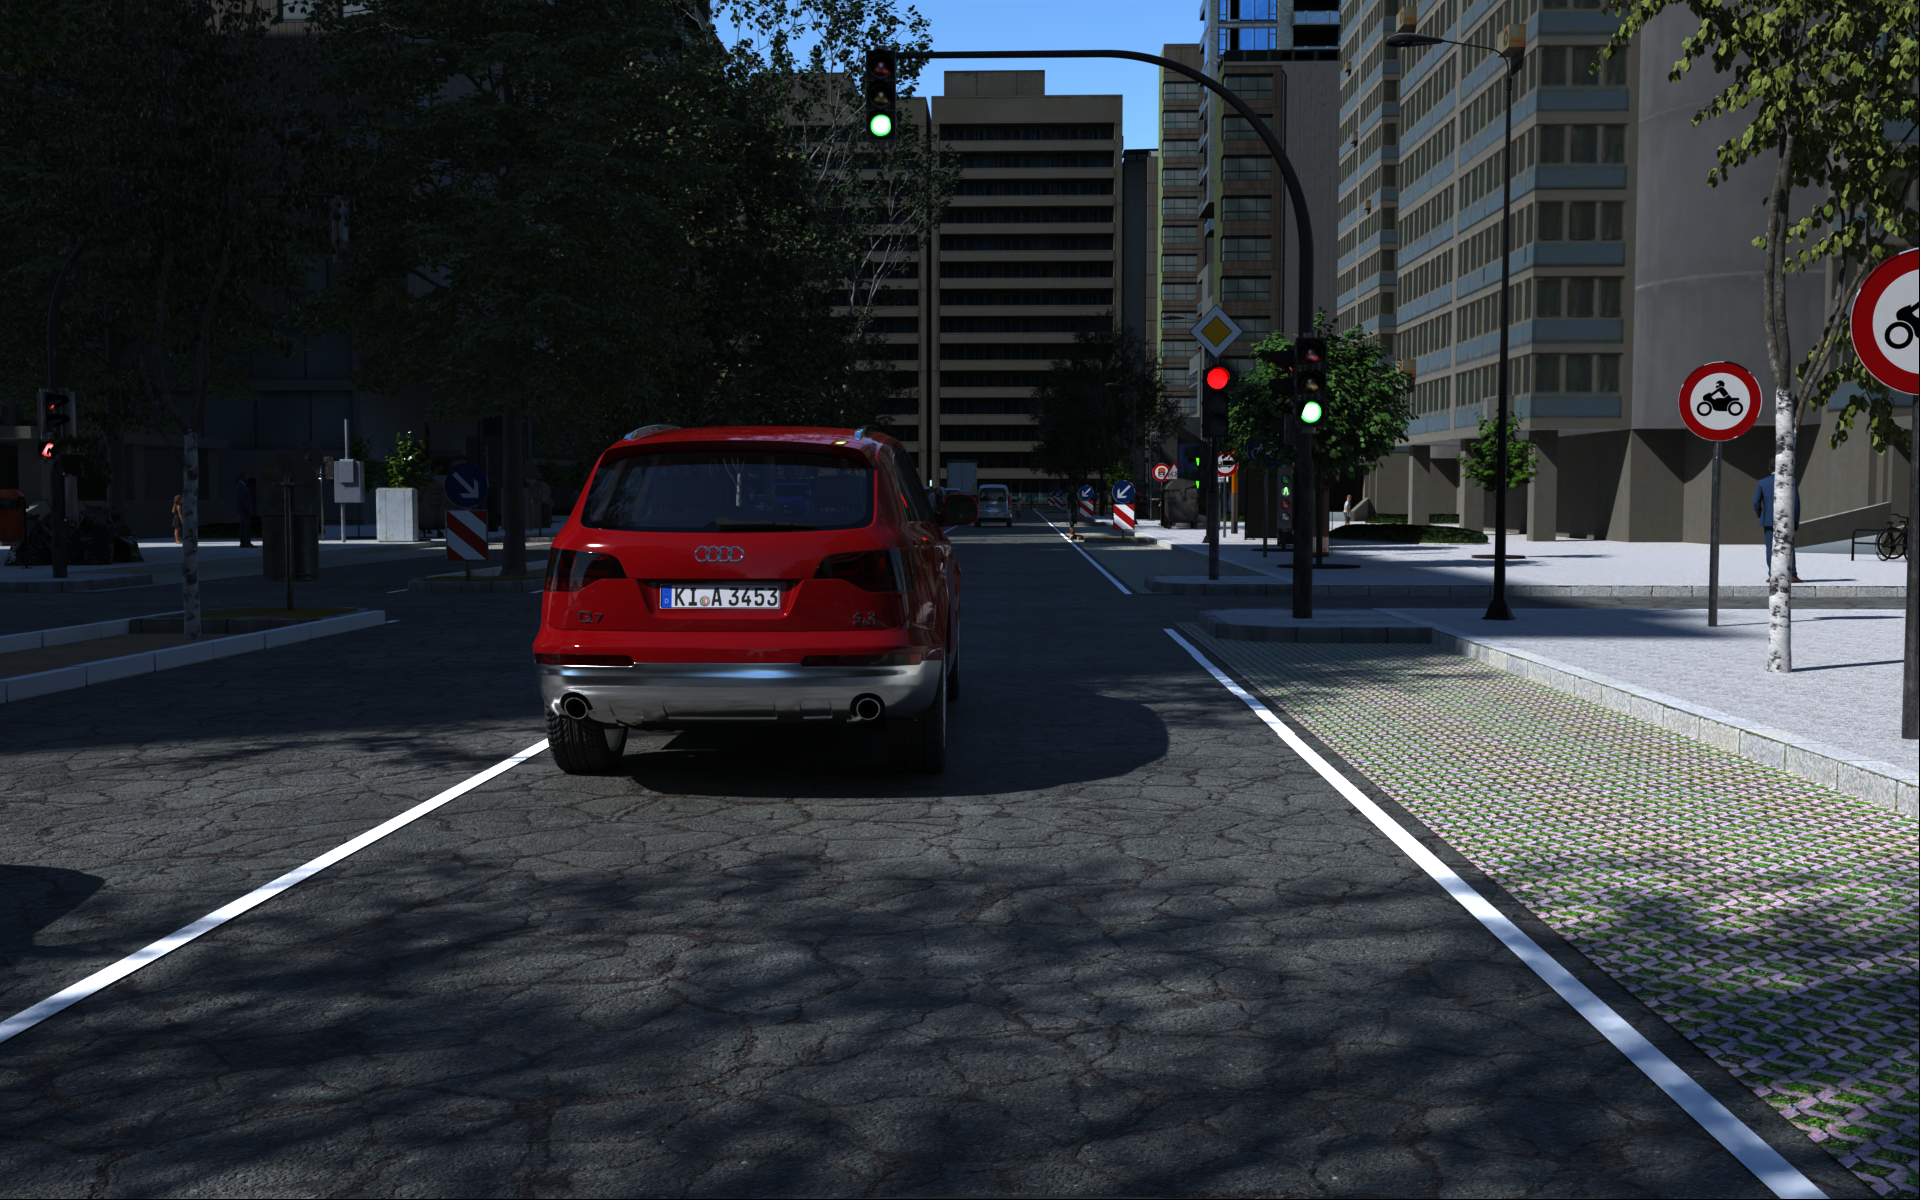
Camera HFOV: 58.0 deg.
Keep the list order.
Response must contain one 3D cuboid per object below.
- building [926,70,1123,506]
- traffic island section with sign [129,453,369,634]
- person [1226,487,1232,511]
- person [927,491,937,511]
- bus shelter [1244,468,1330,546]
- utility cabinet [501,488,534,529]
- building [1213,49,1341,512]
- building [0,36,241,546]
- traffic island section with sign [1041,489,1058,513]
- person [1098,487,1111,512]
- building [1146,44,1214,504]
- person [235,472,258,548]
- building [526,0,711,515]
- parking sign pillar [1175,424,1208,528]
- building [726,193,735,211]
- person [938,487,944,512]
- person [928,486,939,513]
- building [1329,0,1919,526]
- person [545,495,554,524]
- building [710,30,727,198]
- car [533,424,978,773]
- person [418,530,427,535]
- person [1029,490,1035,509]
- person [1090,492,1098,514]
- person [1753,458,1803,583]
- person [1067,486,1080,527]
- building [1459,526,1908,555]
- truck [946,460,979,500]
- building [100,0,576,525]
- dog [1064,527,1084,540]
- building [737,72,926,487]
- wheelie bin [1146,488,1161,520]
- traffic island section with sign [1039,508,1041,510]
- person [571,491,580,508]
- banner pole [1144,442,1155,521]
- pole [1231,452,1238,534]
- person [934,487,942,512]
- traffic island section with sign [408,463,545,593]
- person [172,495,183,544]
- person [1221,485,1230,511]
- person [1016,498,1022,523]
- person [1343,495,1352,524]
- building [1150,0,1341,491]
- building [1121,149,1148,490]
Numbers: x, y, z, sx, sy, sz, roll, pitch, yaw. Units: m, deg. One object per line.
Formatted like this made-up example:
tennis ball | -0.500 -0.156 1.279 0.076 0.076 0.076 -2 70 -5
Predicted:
building | 7.690 -35.376 202.094 21.600 48.544 21.300 0 4 2
traffic island section with sign | -7.448 -0.638 18.576 2.006 1.907 1.989 0 4 2
person | 16.282 -6.005 104.897 0.621 1.740 0.551 2 4 24
person | -1.237 -4.095 76.207 0.466 1.731 0.760 0 4 5
bus shelter | 8.407 -3.319 45.546 1.731 3.624 6.357 0 4 2
utility cabinet | -16.092 -3.322 62.995 1.173 1.500 0.318 1 4 17
building | 23.855 -21.083 116.408 14.160 30.474 14.107 0 4 2
building | -39.429 -21.829 48.784 32.217 40.220 23.993 0 4 2
traffic island section with sign | 7.192 -7.321 128.319 1.989 1.847 2.006 0 4 2
person | 10.667 -7.407 127.152 1.348 1.824 0.705 -1 4 -23
building | 25.271 -29.203 161.070 14.154 41.232 14.086 0 4 2
person | -17.155 -2.159 41.518 0.419 1.800 0.721 -3 4 -36
building | -31.784 -31.276 135.071 21.300 48.544 21.600 0 4 2
parking sign pillar | 9.006 -4.772 66.498 1.447 3.967 1.447 0 4 0
building | -39.849 -35.839 205.568 30.456 49.044 23.786 0 4 2
person | -1.119 -5.176 93.231 0.767 1.812 0.694 3 5 45
person | -1.223 -4.062 75.260 0.624 1.780 0.694 2 4 34
building | 32.642 -24.209 87.703 32.217 40.220 23.993 0 4 2
person | -17.530 -3.887 73.873 0.475 1.303 0.640 1 4 10
building | -34.337 -30.788 158.009 28.867 44.769 22.147 0 4 2
car | -1.039 -0.108 10.445 2.281 1.827 5.304 0 4 1
person | -16.827 -2.920 54.046 0.793 1.790 0.793 -3 4 -37
person | 6.794 -9.523 164.205 0.705 1.824 1.348 1 4 22
person | 8.531 -6.147 109.778 0.421 1.427 0.697 -1 4 -17
person | 11.837 -1.149 25.016 0.721 1.800 0.419 1 4 18
person | 4.917 -4.059 75.288 0.576 1.772 0.534 -1 4 -20
building | 26.875 -21.962 50.967 23.993 40.220 32.217 0 4 2
truck | 0.179 -9.644 146.592 2.839 4.237 11.283 0 4 0
building | -35.229 -30.151 82.208 28.713 52.752 27.495 0 4 2
dog | 3.577 -2.046 53.644 0.550 0.427 0.748 -1 4 -16
building | -13.886 -35.441 203.158 21.600 48.544 21.300 0 4 2
wheelie bin | 9.742 -4.797 86.334 0.980 1.594 0.693 1 4 18
traffic island section with sign | 8.098 -8.997 155.735 1.989 1.847 2.006 0 4 2
person | -21.805 -5.671 98.885 0.709 1.813 0.853 -3 4 -36
banner pole | 9.025 -5.681 82.909 0.401 3.779 0.863 3 4 38
pole | 8.889 -3.802 56.011 0.158 3.312 0.155 0 3 0
person | -1.192 -4.642 84.811 0.534 1.772 0.576 1 4 18
traffic island section with sign | -7.195 -1.091 25.979 2.006 1.907 1.989 0 4 2
person | -20.150 -2.080 44.724 0.373 1.253 0.362 -2 4 -32
person | 15.130 -5.659 98.910 0.623 1.781 0.721 2 4 27
person | 2.941 -4.466 86.199 0.332 1.250 0.352 -2 4 -32
person | 13.902 -3.138 62.041 0.332 1.250 0.352 -2 4 -28
building | 27.683 -50.424 137.096 22.319 86.520 31.000 0 4 2
building | 25.424 -31.506 198.718 14.086 41.232 14.154 0 4 2
